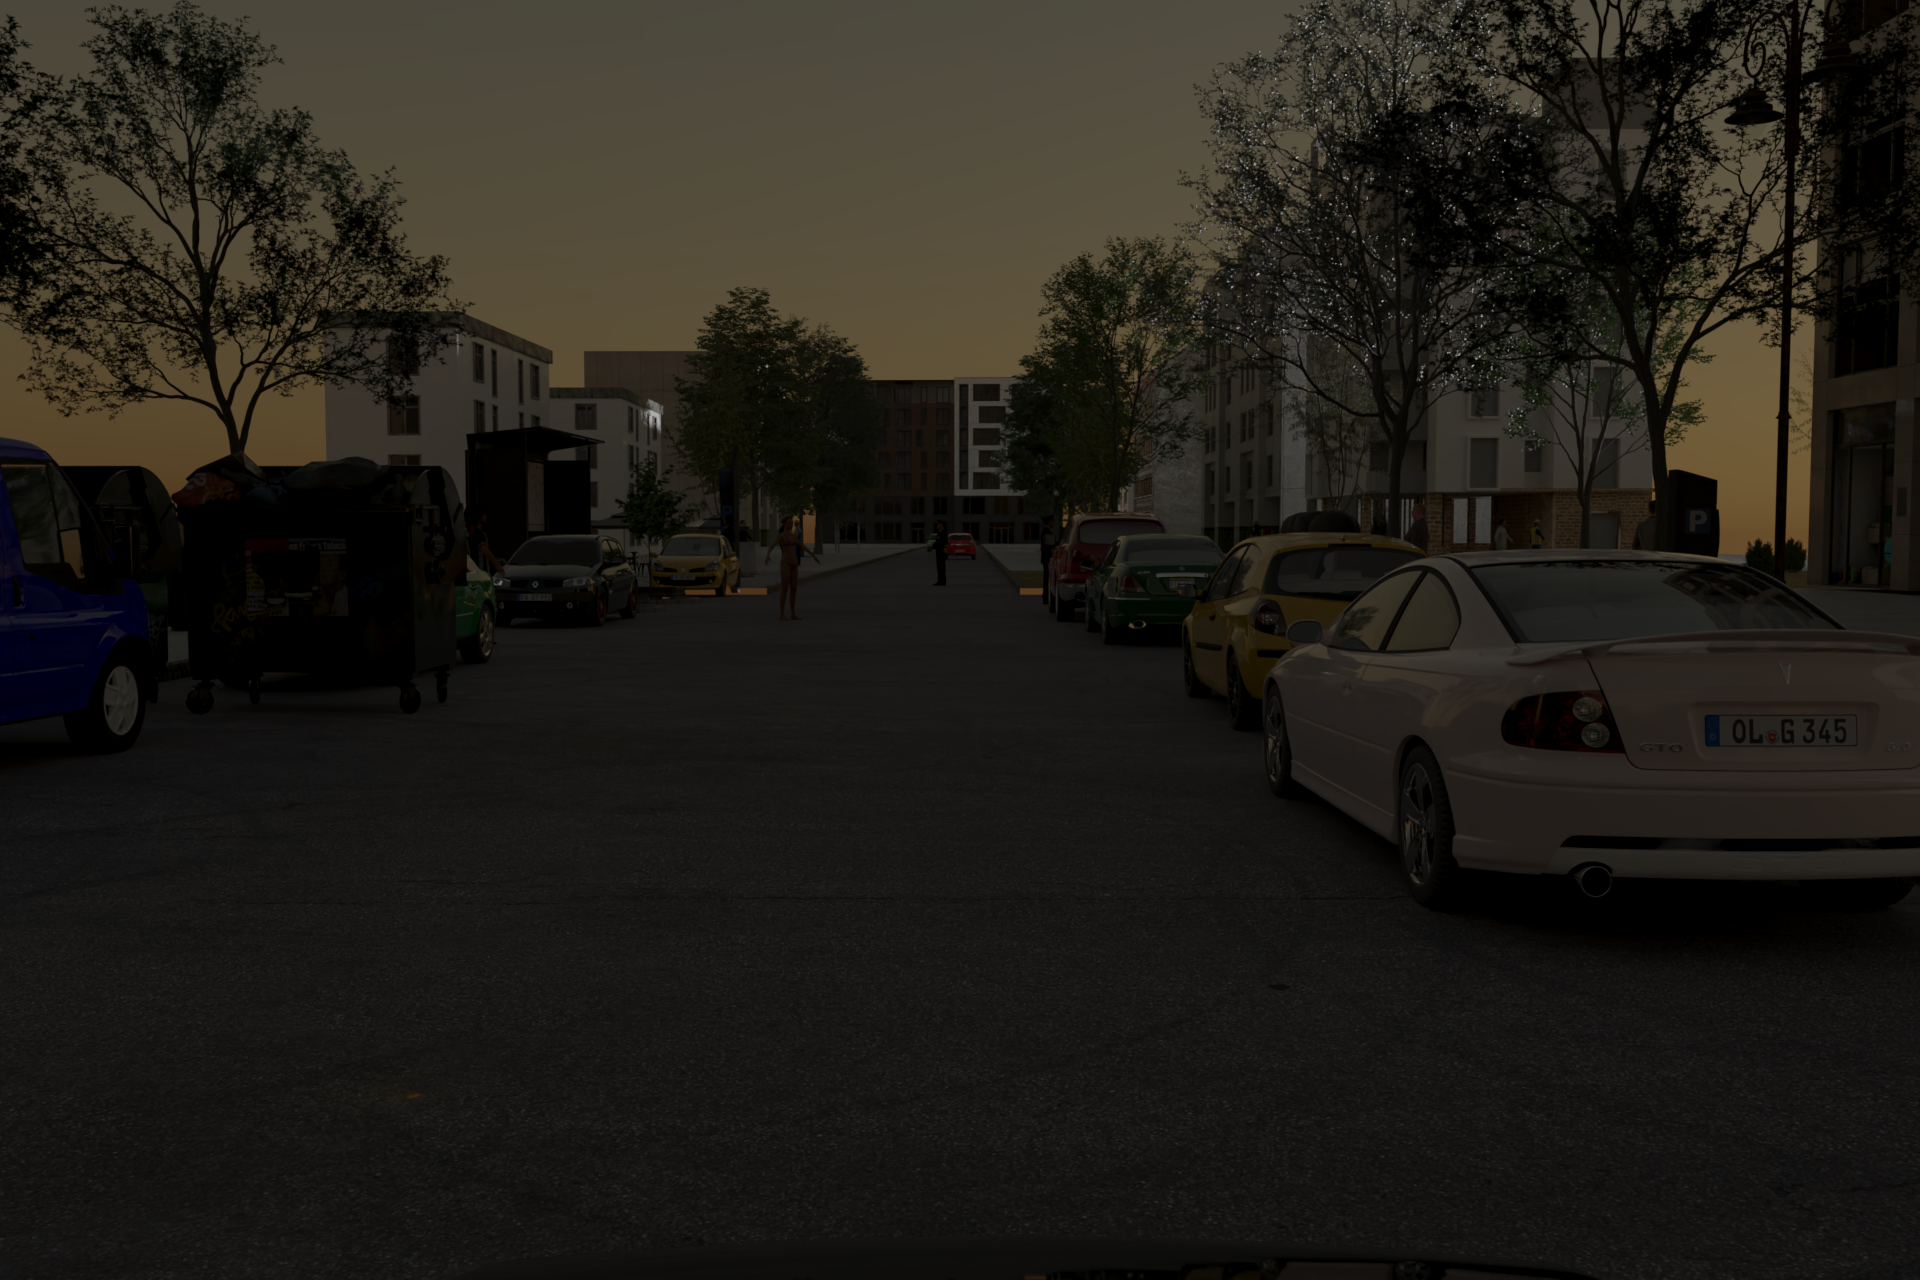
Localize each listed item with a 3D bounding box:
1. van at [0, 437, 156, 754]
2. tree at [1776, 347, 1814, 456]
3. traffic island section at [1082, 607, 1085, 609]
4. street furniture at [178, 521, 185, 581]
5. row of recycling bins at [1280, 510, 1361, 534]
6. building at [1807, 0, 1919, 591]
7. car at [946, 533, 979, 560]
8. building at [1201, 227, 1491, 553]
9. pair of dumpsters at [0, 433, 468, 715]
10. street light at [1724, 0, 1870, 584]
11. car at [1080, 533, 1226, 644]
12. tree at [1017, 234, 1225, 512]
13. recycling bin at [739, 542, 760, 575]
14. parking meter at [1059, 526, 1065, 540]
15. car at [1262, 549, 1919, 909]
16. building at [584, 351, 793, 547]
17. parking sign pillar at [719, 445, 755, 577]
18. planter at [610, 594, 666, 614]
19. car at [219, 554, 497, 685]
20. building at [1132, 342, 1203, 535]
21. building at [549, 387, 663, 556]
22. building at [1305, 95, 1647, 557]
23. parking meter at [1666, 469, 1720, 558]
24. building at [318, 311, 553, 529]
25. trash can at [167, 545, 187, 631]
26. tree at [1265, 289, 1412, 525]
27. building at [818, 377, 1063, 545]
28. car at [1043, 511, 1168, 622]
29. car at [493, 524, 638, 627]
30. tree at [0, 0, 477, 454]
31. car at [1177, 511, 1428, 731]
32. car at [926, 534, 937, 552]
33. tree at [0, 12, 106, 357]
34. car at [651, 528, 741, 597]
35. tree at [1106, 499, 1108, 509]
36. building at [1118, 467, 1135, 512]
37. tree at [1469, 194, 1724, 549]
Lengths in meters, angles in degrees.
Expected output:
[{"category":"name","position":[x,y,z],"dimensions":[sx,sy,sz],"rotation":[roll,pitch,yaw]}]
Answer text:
[{"category":"van","position":[-6.420,-0.318,9.583],"dimensions":[2.240,2.365,5.245],"rotation":[0,3,0]},{"category":"tree","position":[28.833,-6.414,55.238],"dimensions":[4.360,8.622,3.978],"rotation":[0,3,0]},{"category":"traffic island section","position":[3.238,-0.678,33.944],"dimensions":[1.991,0.108,1.994],"rotation":[0,4,1]},{"category":"street furniture","position":[-21.407,-2.596,49.293],"dimensions":[9.812,1.723,11.010],"rotation":[0,4,-4]},{"category":"row of recycling bins","position":[6.436,-1.479,31.294],"dimensions":[1.069,1.692,3.534],"rotation":[0,4,0]},{"category":"building","position":[29.251,-13.423,22.662],"dimensions":[19.351,26.588,34.151],"rotation":[0,4,1]},{"category":"car","position":[-0.014,-5.424,97.719],"dimensions":[2.155,1.783,4.494],"rotation":[0,4,0]},{"category":"building","position":[25.688,-14.803,108.484],"dimensions":[16.747,18.905,31.486],"rotation":[0,4,0]},{"category":"pair of dumpsters","position":[-6.421,-0.564,14.175],"dimensions":[4.436,2.255,1.574],"rotation":[0,4,1]},{"category":"street light","position":[6.741,-2.529,14.131],"dimensions":[0.468,5.910,1.993],"rotation":[0,4,1]},{"category":"car","position":[2.762,-0.742,23.937],"dimensions":[2.131,1.459,4.920],"rotation":[0,4,0]},{"category":"tree","position":[5.465,-8.225,60.231],"dimensions":[9.928,11.665,9.643],"rotation":[0,3,0]},{"category":"recycling bin","position":[-6.731,-2.581,54.754],"dimensions":[0.722,1.027,0.722],"rotation":[0,4,2]},{"category":"parking meter","position":[3.216,-2.723,52.936],"dimensions":[0.372,1.533,0.369],"rotation":[0,3,0]},{"category":"car","position":[2.654,0.266,8.013],"dimensions":[2.083,1.381,4.827],"rotation":[0,4,-1]},{"category":"building","position":[-27.757,-19.370,183.150],"dimensions":[16.747,18.905,31.486],"rotation":[0,4,0]},{"category":"parking sign pillar","position":[-6.868,-3.866,51.674],"dimensions":[1.447,3.967,1.447],"rotation":[0,4,-1]},{"category":"planter","position":[-6.537,-0.671,32.110],"dimensions":[1.991,0.319,1.994],"rotation":[0,4,1]},{"category":"car","position":[-6.144,-0.554,17.859],"dimensions":[1.959,1.807,4.718],"rotation":[0,4,0]},{"category":"building","position":[27.420,-20.838,171.635],"dimensions":[19.493,23.208,18.063],"rotation":[0,3,0]},{"category":"building","position":[-23.926,-10.463,113.213],"dimensions":[9.099,9.664,28.070],"rotation":[0,4,-1]},{"category":"building","position":[21.563,-13.744,81.133],"dimensions":[16.016,20.090,11.380],"rotation":[0,4,0]},{"category":"parking meter","position":[6.647,-0.613,15.731],"dimensions":[0.399,1.863,0.255],"rotation":[0,4,0]},{"category":"building","position":[-23.172,-8.397,79.438],"dimensions":[9.099,9.664,28.070],"rotation":[0,4,1]},{"category":"trash can","position":[-10.272,-0.698,23.059],"dimensions":[0.748,1.137,0.748],"rotation":[0,3,0]},{"category":"tree","position":[10.649,-6.017,48.739],"dimensions":[4.360,8.622,3.978],"rotation":[0,3,0]},{"category":"building","position":[-2.399,-23.952,238.044],"dimensions":[32.646,21.610,27.936],"rotation":[0,4,2]},{"category":"car","position":[2.597,-1.295,29.844],"dimensions":[2.281,1.827,5.304],"rotation":[0,4,1]},{"category":"car","position":[-6.384,-1.119,28.075],"dimensions":[2.009,1.686,4.222],"rotation":[0,4,0]},{"category":"tree","position":[-12.288,-5.815,29.488],"dimensions":[7.601,10.594,8.767],"rotation":[3,5,43]},{"category":"car","position":[2.832,-0.234,14.050],"dimensions":[2.015,1.641,3.980],"rotation":[0,4,0]},{"category":"car","position":[-1.748,-8.030,140.089],"dimensions":[1.959,1.807,4.718],"rotation":[0,4,0]},{"category":"tree","position":[-12.477,-5.076,17.413],"dimensions":[7.601,10.594,8.767],"rotation":[0,3,0]},{"category":"car","position":[-6.224,-1.875,40.878],"dimensions":[2.015,1.641,3.980],"rotation":[0,3,0]},{"category":"tree","position":[21.366,-17.188,231.385],"dimensions":[4.360,8.622,3.978],"rotation":[0,3,0]},{"category":"building","position":[24.851,-16.419,210.603],"dimensions":[9.099,9.664,28.070],"rotation":[0,3,0]},{"category":"tree","position":[19.174,-7.774,52.858],"dimensions":[9.928,11.665,9.643],"rotation":[0,3,0]}]
